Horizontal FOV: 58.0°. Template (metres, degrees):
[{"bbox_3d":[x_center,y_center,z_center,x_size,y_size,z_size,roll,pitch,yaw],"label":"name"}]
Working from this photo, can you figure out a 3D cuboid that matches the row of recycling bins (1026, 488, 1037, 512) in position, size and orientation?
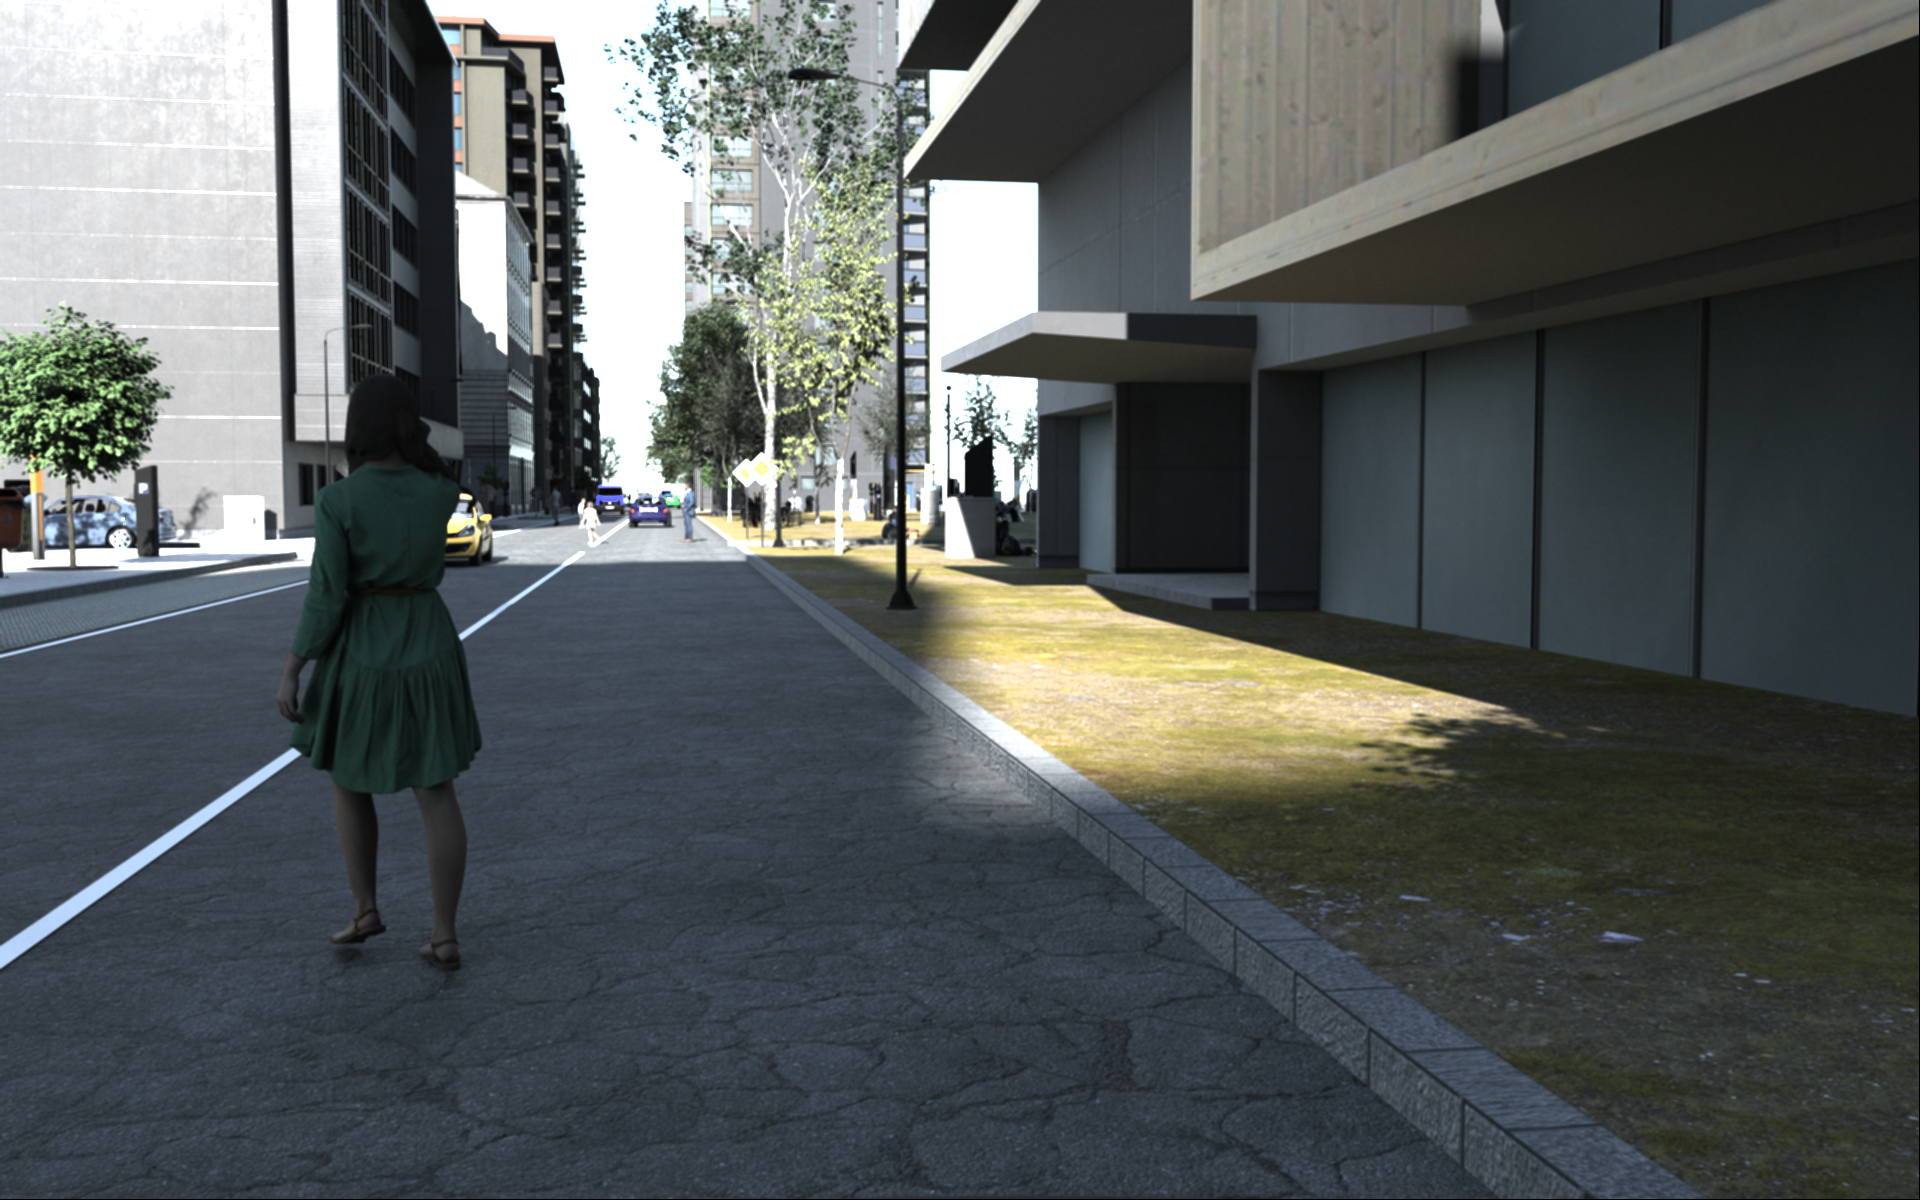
[{"bbox_3d":[5.864,-7.234,125.389,1.069,1.692,3.534,-2,4,-26],"label":"row of recycling bins"}]

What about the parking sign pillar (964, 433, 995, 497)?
[{"bbox_3d":[0.861,-5.409,76.902,1.447,3.967,1.447,1,4,14],"label":"parking sign pillar"}]

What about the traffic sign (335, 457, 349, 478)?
[{"bbox_3d":[-14.020,-2.227,40.048,0.795,2.450,0.064,-1,4,-10],"label":"traffic sign"}]

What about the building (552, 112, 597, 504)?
[{"bbox_3d":[-58.260,-36.553,217.243,23.786,49.044,30.456,-1,4,-10],"label":"building"}]

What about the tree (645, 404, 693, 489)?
[{"bbox_3d":[-32.446,-18.382,207.195,9.857,13.997,8.962,0,3,0],"label":"tree"}]

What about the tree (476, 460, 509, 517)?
[{"bbox_3d":[-26.889,-6.377,98.872,1.663,3.219,1.824,0,3,0],"label":"tree"}]

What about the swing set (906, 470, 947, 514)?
[{"bbox_3d":[-2.344,-7.162,114.714,3.119,2.851,2.862,0,4,-5],"label":"swing set"}]

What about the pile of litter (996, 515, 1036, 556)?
[{"bbox_3d":[0.933,-1.376,36.462,1.176,0.858,1.719,-3,4,-37],"label":"pile of litter"}]

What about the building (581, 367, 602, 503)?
[{"bbox_3d":[-65.885,-24.600,247.242,27.650,21.520,28.899,-1,4,-10],"label":"building"}]

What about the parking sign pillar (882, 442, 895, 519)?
[{"bbox_3d":[-3.678,-6.191,89.695,1.447,3.967,1.447,-1,4,-11],"label":"parking sign pillar"}]

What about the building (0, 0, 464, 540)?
[{"bbox_3d":[-26.749,-14.819,61.363,14.314,24.678,30.058,-1,4,-10],"label":"building"}]

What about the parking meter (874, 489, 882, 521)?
[{"bbox_3d":[-3.952,-4.578,83.261,0.372,1.533,0.369,0,3,0],"label":"parking meter"}]

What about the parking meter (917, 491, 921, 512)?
[{"bbox_3d":[-2.962,-7.184,125.861,0.372,1.533,0.369,0,3,0],"label":"parking meter"}]

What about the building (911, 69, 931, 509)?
[{"bbox_3d":[-13.366,-37.613,156.966,21.231,58.520,28.212,-1,4,-10],"label":"building"}]

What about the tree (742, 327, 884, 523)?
[{"bbox_3d":[-6.397,-7.644,75.348,4.360,8.622,3.978,0,3,0],"label":"tree"}]

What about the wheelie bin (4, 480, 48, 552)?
[{"bbox_3d":[-20.737,-1.862,38.346,0.980,1.594,0.693,-2,4,-27],"label":"wheelie bin"}]

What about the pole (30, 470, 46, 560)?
[{"bbox_3d":[-17.848,-2.424,33.469,0.158,3.312,0.155,0,3,0],"label":"pole"}]

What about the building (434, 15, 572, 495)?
[{"bbox_3d":[-48.322,-31.031,161.985,22.147,44.769,28.867,-1,4,-10],"label":"building"}]

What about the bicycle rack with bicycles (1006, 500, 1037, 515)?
[{"bbox_3d":[3.320,-5.794,108.119,2.852,0.926,2.925,-2,4,-35],"label":"bicycle rack with bicycles"}]

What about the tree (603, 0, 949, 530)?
[{"bbox_3d":[-5.560,-12.644,62.624,12.611,20.169,13.585,0,3,0],"label":"tree"}]

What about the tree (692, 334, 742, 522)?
[{"bbox_3d":[-10.614,-7.964,80.578,4.360,8.622,3.978,0,3,0],"label":"tree"}]

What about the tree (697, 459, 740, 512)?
[{"bbox_3d":[-17.436,-8.699,125.934,4.285,4.588,4.351,0,3,0],"label":"tree"}]

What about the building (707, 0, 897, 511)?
[{"bbox_3d":[-12.615,-27.647,135.623,14.154,41.232,14.086,-1,4,-10],"label":"building"}]

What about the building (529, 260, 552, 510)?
[{"bbox_3d":[-46.687,-17.649,133.594,27.650,21.520,28.899,-1,4,-10],"label":"building"}]

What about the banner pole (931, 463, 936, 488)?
[{"bbox_3d":[-1.760,-8.065,121.882,0.401,3.779,0.863,-3,5,-40],"label":"banner pole"}]

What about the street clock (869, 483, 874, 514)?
[{"bbox_3d":[-5.810,-6.681,113.803,0.358,2.002,0.471,1,4,13],"label":"street clock"}]

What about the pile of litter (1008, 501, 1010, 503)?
[{"bbox_3d":[3.227,-6.462,119.623,1.176,0.858,1.719,1,4,16],"label":"pile of litter"}]

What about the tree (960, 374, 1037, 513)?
[{"bbox_3d":[0.971,-8.441,88.374,4.737,8.622,4.395,0,3,0],"label":"tree"}]

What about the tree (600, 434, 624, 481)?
[{"bbox_3d":[-57.687,-21.573,278.467,9.928,11.665,9.643,0,3,0],"label":"tree"}]

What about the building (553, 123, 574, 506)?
[{"bbox_3d":[-48.929,-30.634,184.464,14.154,41.232,14.086,-1,4,-10],"label":"building"}]

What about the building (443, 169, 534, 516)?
[{"bbox_3d":[-32.407,-15.887,108.902,9.793,20.994,18.267,-1,4,-10],"label":"building"}]

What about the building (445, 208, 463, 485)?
[{"bbox_3d":[-33.355,-13.300,84.902,16.820,18.784,16.811,-1,4,-10],"label":"building"}]

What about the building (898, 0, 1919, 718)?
[{"bbox_3d":[14.293,-26.250,18.431,28.713,52.752,27.495,-1,4,-10],"label":"building"}]

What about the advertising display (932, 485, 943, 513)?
[{"bbox_3d":[-1.532,-6.889,117.853,0.123,1.923,0.974,-3,5,-42],"label":"advertising display"}]

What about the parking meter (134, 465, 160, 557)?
[{"bbox_3d":[-16.655,-1.820,35.461,0.399,1.863,0.255,0,4,4],"label":"parking meter"}]

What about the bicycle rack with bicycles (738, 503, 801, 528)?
[{"bbox_3d":[-7.441,-3.280,67.005,2.852,0.926,2.925,1,4,10],"label":"bicycle rack with bicycles"}]

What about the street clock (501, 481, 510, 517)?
[{"bbox_3d":[-25.289,-5.614,96.363,0.471,2.002,0.358,3,4,38],"label":"street clock"}]

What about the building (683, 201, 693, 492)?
[{"bbox_3d":[-31.788,-34.298,244.359,14.154,41.232,14.086,-1,4,-10],"label":"building"}]

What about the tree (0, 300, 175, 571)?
[{"bbox_3d":[-15.175,-2.809,29.642,4.285,4.588,4.351,0,3,0],"label":"tree"}]

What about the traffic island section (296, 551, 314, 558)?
[{"bbox_3d":[-14.042,-1.090,40.106,2.009,0.180,2.903,-1,4,-10],"label":"traffic island section"}]

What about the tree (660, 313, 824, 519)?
[{"bbox_3d":[-11.116,-9.444,88.818,8.767,10.594,7.601,-1,4,-9],"label":"tree"}]

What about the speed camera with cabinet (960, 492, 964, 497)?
[{"bbox_3d":[0.360,-7.209,112.197,2.038,3.252,0.660,-1,4,-22],"label":"speed camera with cabinet"}]

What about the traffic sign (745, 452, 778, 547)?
[{"bbox_3d":[-4.754,-2.321,41.590,0.795,2.450,0.064,-1,4,-10],"label":"traffic sign"}]

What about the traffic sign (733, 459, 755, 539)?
[{"bbox_3d":[-6.087,-2.803,49.464,0.795,2.450,0.064,-1,4,-10],"label":"traffic sign"}]

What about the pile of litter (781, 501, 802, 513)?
[{"bbox_3d":[-11.456,-6.314,117.195,1.719,0.858,1.176,-1,4,-14],"label":"pile of litter"}]

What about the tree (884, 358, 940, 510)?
[{"bbox_3d":[-3.250,-8.823,94.618,4.360,8.622,3.978,0,3,0],"label":"tree"}]

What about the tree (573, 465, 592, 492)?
[{"bbox_3d":[-43.349,-13.045,196.991,4.285,4.588,4.351,0,3,0],"label":"tree"}]

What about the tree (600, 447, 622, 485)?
[{"bbox_3d":[-54.542,-19.377,267.171,4.737,8.622,4.395,0,3,0],"label":"tree"}]

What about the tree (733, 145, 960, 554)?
[{"bbox_3d":[-2.669,-5.301,37.027,4.737,8.622,4.395,0,3,0],"label":"tree"}]

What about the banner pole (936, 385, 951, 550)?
[{"bbox_3d":[-0.272,-3.065,40.135,0.401,3.779,0.863,0,4,-3],"label":"banner pole"}]

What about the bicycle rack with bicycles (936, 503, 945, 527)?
[{"bbox_3d":[0.113,-3.392,68.845,2.852,0.926,2.925,0,4,-3],"label":"bicycle rack with bicycles"}]

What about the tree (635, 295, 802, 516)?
[{"bbox_3d":[-13.999,-11.205,100.202,9.611,12.733,9.660,0,3,0],"label":"tree"}]

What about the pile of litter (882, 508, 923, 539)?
[{"bbox_3d":[-1.625,-2.234,50.497,1.176,0.858,1.719,3,4,38],"label":"pile of litter"}]
